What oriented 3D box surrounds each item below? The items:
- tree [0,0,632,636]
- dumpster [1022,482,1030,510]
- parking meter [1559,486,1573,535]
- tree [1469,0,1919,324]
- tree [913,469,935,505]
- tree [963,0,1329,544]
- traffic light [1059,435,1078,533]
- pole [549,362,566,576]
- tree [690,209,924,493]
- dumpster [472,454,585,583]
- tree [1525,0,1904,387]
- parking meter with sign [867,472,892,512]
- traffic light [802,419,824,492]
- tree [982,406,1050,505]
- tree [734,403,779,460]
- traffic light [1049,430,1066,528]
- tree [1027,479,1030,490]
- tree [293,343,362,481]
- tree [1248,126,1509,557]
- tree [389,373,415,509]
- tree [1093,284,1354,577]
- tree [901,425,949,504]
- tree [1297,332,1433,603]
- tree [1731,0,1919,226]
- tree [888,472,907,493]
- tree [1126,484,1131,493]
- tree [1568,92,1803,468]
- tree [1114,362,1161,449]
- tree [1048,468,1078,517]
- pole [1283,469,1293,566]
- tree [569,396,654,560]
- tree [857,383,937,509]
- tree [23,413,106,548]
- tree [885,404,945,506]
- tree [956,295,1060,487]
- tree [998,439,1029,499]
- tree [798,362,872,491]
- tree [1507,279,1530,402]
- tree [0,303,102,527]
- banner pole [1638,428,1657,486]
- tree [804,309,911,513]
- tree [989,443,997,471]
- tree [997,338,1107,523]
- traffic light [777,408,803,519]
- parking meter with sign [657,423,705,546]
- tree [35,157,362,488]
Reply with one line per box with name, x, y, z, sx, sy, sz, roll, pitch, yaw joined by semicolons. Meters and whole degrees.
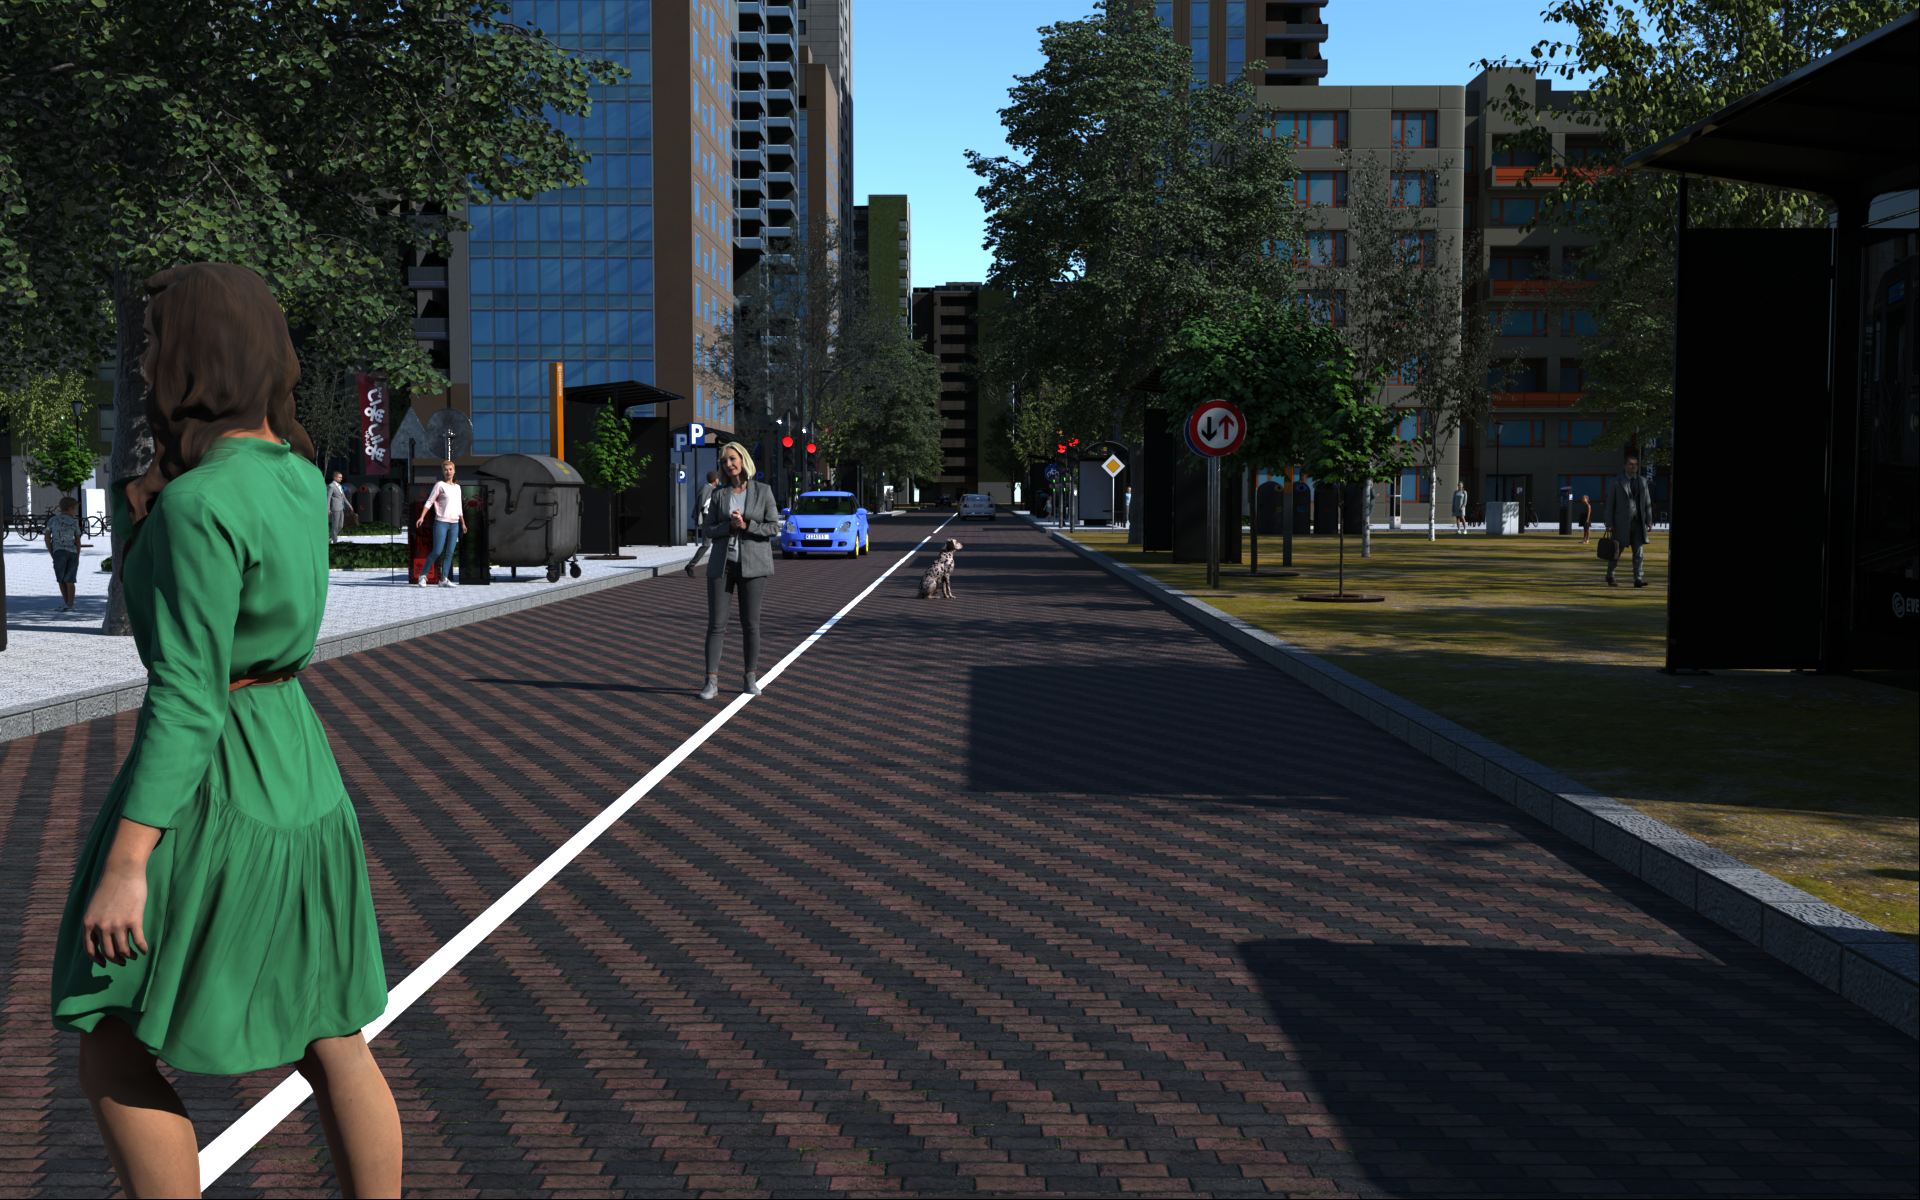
tree;-7.545;-6.667;15.654;9.857;13.997;8.962;0;3;0
dumpster;5.674;-8.178;136.204;1.502;2.255;1.985;0;4;1
parking meter;19.076;-2.821;54.529;0.372;1.533;0.369;0;3;0
tree;6.785;-3.961;15.122;4.737;8.622;4.395;0;3;0
tree;-4.325;-13.719;208.019;4.285;4.588;4.351;0;3;0
tree;4.626;-8.398;43.959;9.857;13.997;8.962;0;3;0
traffic light;3.666;-4.147;56.729;0.839;4.253;0.868;0;4;1
pole;-6.270;-2.025;26.958;0.158;3.312;0.155;0;3;0
tree;-6.596;-10.021;74.216;12.009;13.543;11.850;0;3;0
dumpster;-6.387;-1.219;25.692;1.264;1.857;1.865;0;4;1
tree;17.934;-7.733;36.811;12.009;13.543;11.850;0;3;0
parking meter with sign;-5.823;-7.888;125.230;1.738;3.016;0.543;-1;4;-20
traffic light;-5.508;-4.641;64.799;0.839;4.253;0.868;0;4;1
tree;6.296;-16.815;200.677;9.928;11.665;9.643;0;3;0
tree;-16.584;-11.426;137.172;4.360;8.622;3.978;0;3;0
traffic light;3.753;-4.636;64.714;0.839;4.253;0.868;0;4;1
tree;5.728;-7.876;123.381;1.663;3.219;1.824;0;3;0
tree;-30.560;-8.132;83.316;4.360;8.622;3.978;0;3;0
tree;8.219;-5.196;35.311;4.360;8.622;3.978;0;3;0
tree;-32.813;-9.241;101.449;4.737;8.622;4.395;0;3;0
tree;4.688;-2.672;27.397;4.285;4.588;4.351;0;3;0
tree;-4.743;-17.233;216.175;7.601;10.594;8.767;-2;4;-30
tree;4.538;-1.597;20.707;1.663;3.219;1.824;0;3;0
tree;13.654;-5.830;21.078;9.928;11.665;9.643;0;3;0
tree;-5.244;-8.618;135.509;1.663;3.219;1.824;0;3;0
tree;11.151;-7.551;118.057;1.663;3.219;1.824;0;3;0
tree;20.906;-8.014;49.156;7.486;12.596;7.792;0;3;0
tree;10.328;-8.680;92.273;4.360;8.622;3.978;0;3;0
tree;5.591;-6.255;96.868;1.663;3.219;1.824;0;3;0
pole;5.826;-2.256;30.732;0.158;3.312;0.155;0;3;0
tree;-6.795;-2.420;34.172;1.663;3.219;1.824;0;3;0
tree;-5.867;-13.739;150.388;9.928;11.665;9.643;0;3;0
tree;-21.648;-2.882;41.721;1.663;3.219;1.824;0;3;0
tree;-5.383;-16.111;181.535;7.486;12.596;7.792;0;3;0
tree;5.395;-19.063;167.562;12.611;20.169;13.585;0;3;0
tree;6.722;-16.179;214.895;4.360;8.622;3.978;0;3;0
tree;-6.919;-8.909;96.018;4.737;8.622;4.395;0;3;0
tree;13.196;-5.934;47.391;4.360;8.622;3.978;0;3;0
tree;-36.548;-7.212;68.280;4.737;8.622;4.395;0;3;0
banner pole;25.390;-4.535;64.166;0.863;3.779;0.401;3;5;41
tree;-5.606;-12.979;118.857;9.857;13.997;8.962;0;3;0
tree;5.445;-14.586;188.842;4.737;8.622;4.395;0;3;0
tree;4.803;-7.691;76.105;4.737;8.622;4.395;0;3;0
traffic light;-5.595;-4.153;56.814;0.839;4.253;0.868;0;4;1
parking meter with sign;-7.146;-2.857;42.971;1.738;3.016;0.543;2;4;35
tree;-15.660;-5.252;36.237;4.737;8.622;4.395;0;3;0
